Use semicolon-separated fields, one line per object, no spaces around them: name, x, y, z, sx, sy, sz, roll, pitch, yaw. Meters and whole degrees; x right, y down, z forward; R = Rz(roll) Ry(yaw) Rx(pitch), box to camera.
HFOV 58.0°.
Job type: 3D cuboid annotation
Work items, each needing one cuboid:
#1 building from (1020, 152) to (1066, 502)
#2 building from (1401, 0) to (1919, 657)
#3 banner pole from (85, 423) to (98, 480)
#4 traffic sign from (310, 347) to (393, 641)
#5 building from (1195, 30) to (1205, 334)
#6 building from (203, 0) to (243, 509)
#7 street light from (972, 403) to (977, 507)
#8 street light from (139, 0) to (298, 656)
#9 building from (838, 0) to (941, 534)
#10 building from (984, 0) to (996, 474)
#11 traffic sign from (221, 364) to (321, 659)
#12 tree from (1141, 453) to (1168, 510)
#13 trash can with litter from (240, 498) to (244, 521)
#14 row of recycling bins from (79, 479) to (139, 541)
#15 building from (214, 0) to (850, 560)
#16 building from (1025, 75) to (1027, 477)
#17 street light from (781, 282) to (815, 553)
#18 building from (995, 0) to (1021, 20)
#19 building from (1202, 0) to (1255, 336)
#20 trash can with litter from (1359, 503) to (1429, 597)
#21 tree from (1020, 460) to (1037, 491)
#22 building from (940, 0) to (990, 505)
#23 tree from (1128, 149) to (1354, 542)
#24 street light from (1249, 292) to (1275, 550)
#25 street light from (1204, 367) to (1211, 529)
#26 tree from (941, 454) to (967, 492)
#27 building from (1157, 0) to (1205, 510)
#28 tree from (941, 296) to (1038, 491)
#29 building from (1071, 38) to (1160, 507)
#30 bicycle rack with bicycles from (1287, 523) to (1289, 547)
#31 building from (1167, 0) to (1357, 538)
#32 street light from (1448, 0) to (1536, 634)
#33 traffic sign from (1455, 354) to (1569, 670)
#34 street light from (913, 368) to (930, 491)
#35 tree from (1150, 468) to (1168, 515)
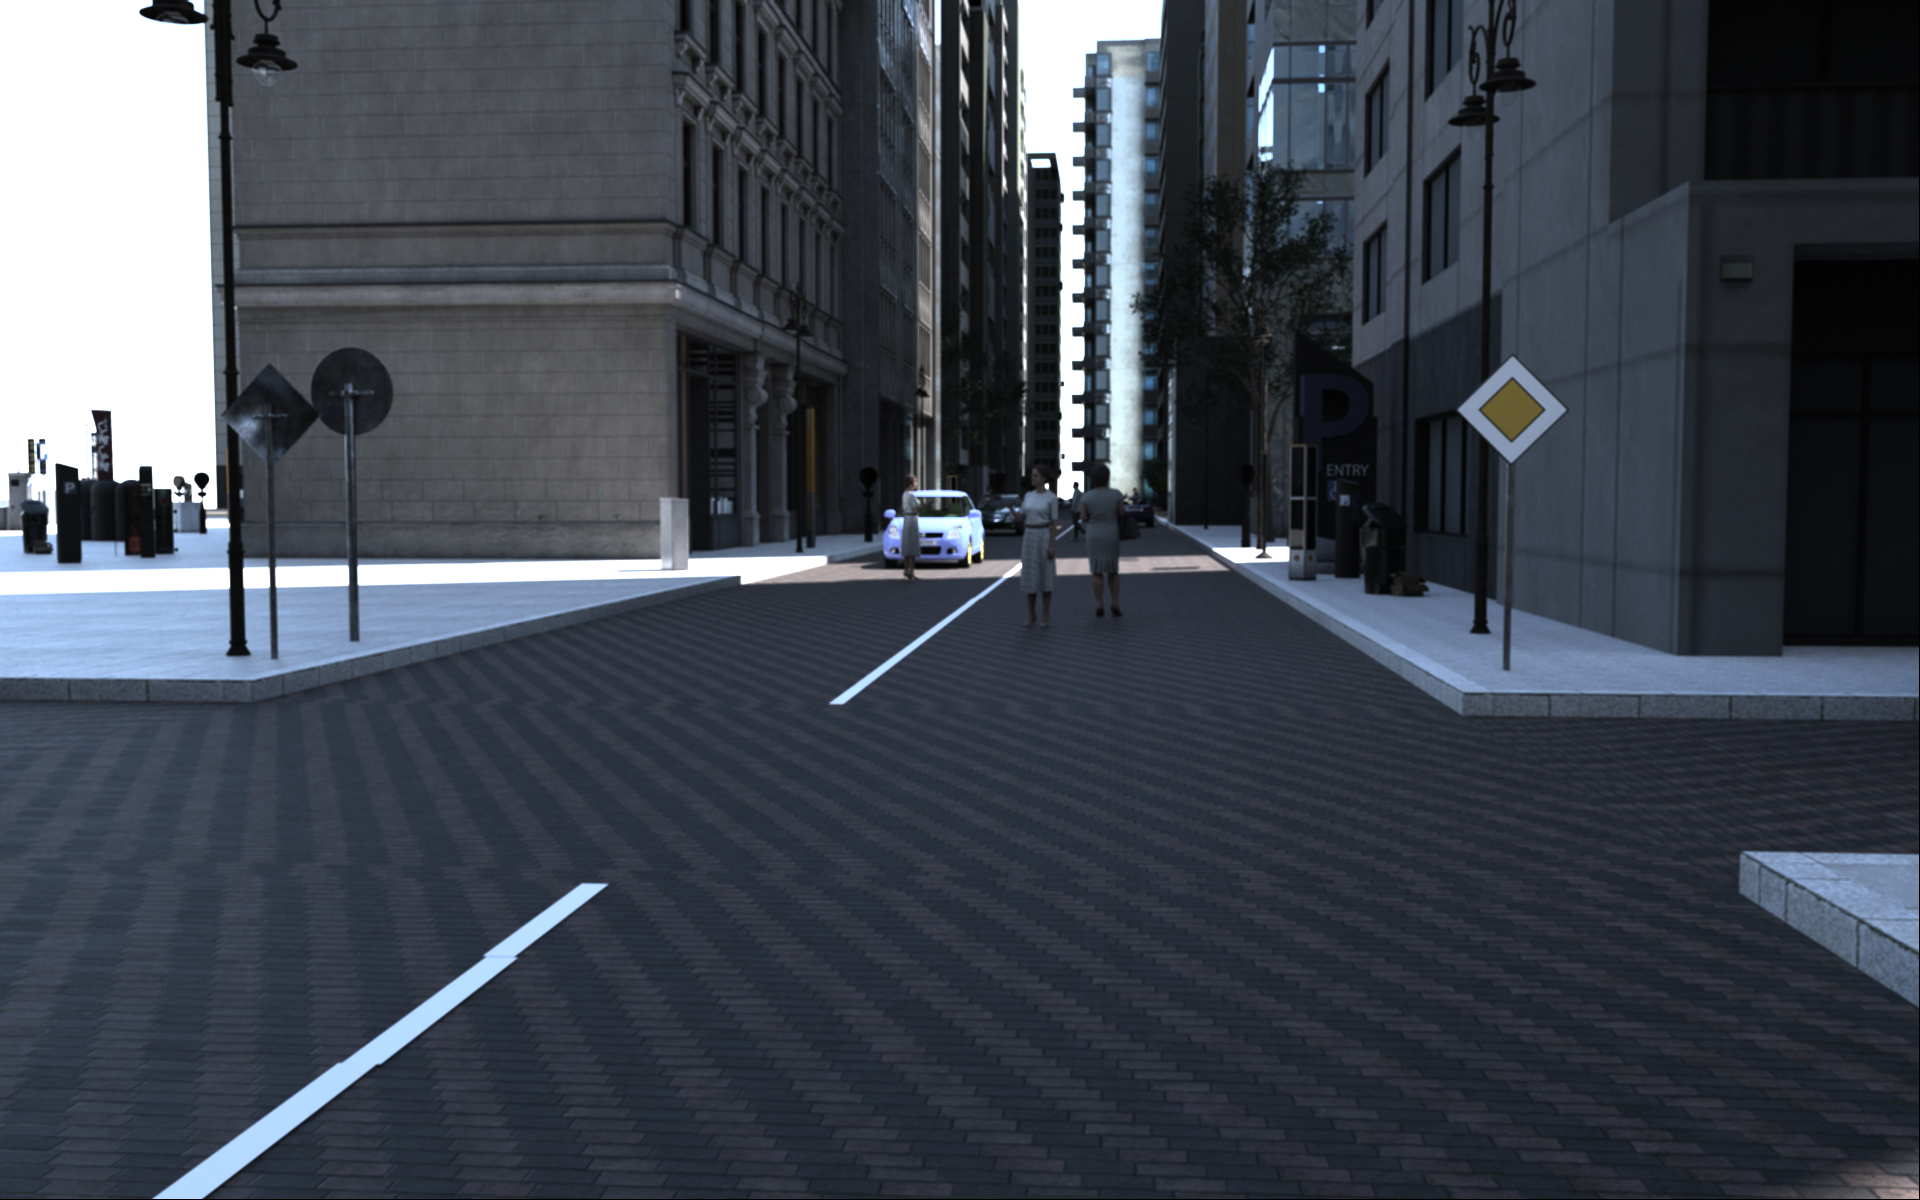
building;-0.747;-30.371;188.442;23.993;40.220;32.217;0;4;5
building;16.863;-35.629;20.782;20.611;71.187;20.563;0;4;5
banner pole;-30.917;-4.387;61.738;0.401;3.779;0.863;1;4;11
traffic sign;-5.287;-0.914;15.044;0.768;2.556;0.104;1;4;9
building;22.128;-20.768;111.250;14.160;30.474;14.107;0;4;5
building;-53.171;-43.946;156.764;20.611;71.187;20.563;0;4;5
street light;0.777;-6.913;85.823;0.468;5.910;1.993;0;4;5
street light;-5.747;-2.497;13.616;0.468;5.910;1.993;0;4;5
building;-7.704;-15.105;64.985;12.078;24.808;19.932;0;4;5
building;-11.743;-32.328;117.795;28.713;52.752;27.495;0;4;5
traffic sign;-5.328;-0.597;13.407;0.795;2.450;0.064;0;4;5
tree;15.956;-9.398;137.363;4.285;4.588;4.351;0;3;0
trash can with litter;-23.023;-2.716;55.792;0.624;1.170;1.055;-1;4;-19
row of recycling bins;-23.692;-2.493;47.880;3.534;1.692;1.069;2;4;33
building;-9.927;-11.261;35.034;10.553;20.767;40.483;0;4;5
building;-1.106;-28.868;155.582;14.086;41.232;14.154;0;4;5
street light;-3.531;-3.984;37.918;0.468;5.910;1.993;0;4;5
building;-2.537;-27.802;138.156;14.154;41.232;14.086;0;4;5
building;20.941;-27.315;96.719;14.600;45.320;14.200;0;4;5
trash can with litter;5.580;-0.654;22.078;0.624;1.170;1.055;-2;4;-25
tree;6.903;-11.116;165.464;4.285;4.588;4.351;0;3;0
building;-5.865;-19.838;96.053;14.160;30.474;14.107;0;4;5
tree;8.372;-6.834;46.154;8.767;10.594;7.601;1;4;17
street light;6.916;-4.100;39.815;0.468;5.910;1.993;0;4;5
street light;9.019;-5.537;63.318;0.468;5.910;1.993;0;4;5
tree;-0.471;-5.483;84.255;1.663;3.219;1.824;0;3;0
building;28.101;-32.147;149.300;21.300;48.544;21.600;0;4;5
tree;-0.585;-8.839;78.922;8.767;10.594;7.601;0;4;5
building;27.093;-34.408;182.171;30.456;49.044;23.786;0;4;5
bicycle rack with bicycles;9.476;-1.773;42.371;2.925;0.926;2.852;-3;5;-45
building;19.488;-45.859;62.459;22.319;86.520;31.000;0;4;5
street light;4.800;-2.631;15.803;0.468;5.910;1.993;0;4;5
traffic sign;3.977;-0.545;12.552;0.795;2.450;0.064;0;4;5
street light;-1.365;-5.476;62.323;0.468;5.910;1.993;0;4;5
tree;12.982;-6.801;105.791;1.663;3.219;1.824;0;3;0
